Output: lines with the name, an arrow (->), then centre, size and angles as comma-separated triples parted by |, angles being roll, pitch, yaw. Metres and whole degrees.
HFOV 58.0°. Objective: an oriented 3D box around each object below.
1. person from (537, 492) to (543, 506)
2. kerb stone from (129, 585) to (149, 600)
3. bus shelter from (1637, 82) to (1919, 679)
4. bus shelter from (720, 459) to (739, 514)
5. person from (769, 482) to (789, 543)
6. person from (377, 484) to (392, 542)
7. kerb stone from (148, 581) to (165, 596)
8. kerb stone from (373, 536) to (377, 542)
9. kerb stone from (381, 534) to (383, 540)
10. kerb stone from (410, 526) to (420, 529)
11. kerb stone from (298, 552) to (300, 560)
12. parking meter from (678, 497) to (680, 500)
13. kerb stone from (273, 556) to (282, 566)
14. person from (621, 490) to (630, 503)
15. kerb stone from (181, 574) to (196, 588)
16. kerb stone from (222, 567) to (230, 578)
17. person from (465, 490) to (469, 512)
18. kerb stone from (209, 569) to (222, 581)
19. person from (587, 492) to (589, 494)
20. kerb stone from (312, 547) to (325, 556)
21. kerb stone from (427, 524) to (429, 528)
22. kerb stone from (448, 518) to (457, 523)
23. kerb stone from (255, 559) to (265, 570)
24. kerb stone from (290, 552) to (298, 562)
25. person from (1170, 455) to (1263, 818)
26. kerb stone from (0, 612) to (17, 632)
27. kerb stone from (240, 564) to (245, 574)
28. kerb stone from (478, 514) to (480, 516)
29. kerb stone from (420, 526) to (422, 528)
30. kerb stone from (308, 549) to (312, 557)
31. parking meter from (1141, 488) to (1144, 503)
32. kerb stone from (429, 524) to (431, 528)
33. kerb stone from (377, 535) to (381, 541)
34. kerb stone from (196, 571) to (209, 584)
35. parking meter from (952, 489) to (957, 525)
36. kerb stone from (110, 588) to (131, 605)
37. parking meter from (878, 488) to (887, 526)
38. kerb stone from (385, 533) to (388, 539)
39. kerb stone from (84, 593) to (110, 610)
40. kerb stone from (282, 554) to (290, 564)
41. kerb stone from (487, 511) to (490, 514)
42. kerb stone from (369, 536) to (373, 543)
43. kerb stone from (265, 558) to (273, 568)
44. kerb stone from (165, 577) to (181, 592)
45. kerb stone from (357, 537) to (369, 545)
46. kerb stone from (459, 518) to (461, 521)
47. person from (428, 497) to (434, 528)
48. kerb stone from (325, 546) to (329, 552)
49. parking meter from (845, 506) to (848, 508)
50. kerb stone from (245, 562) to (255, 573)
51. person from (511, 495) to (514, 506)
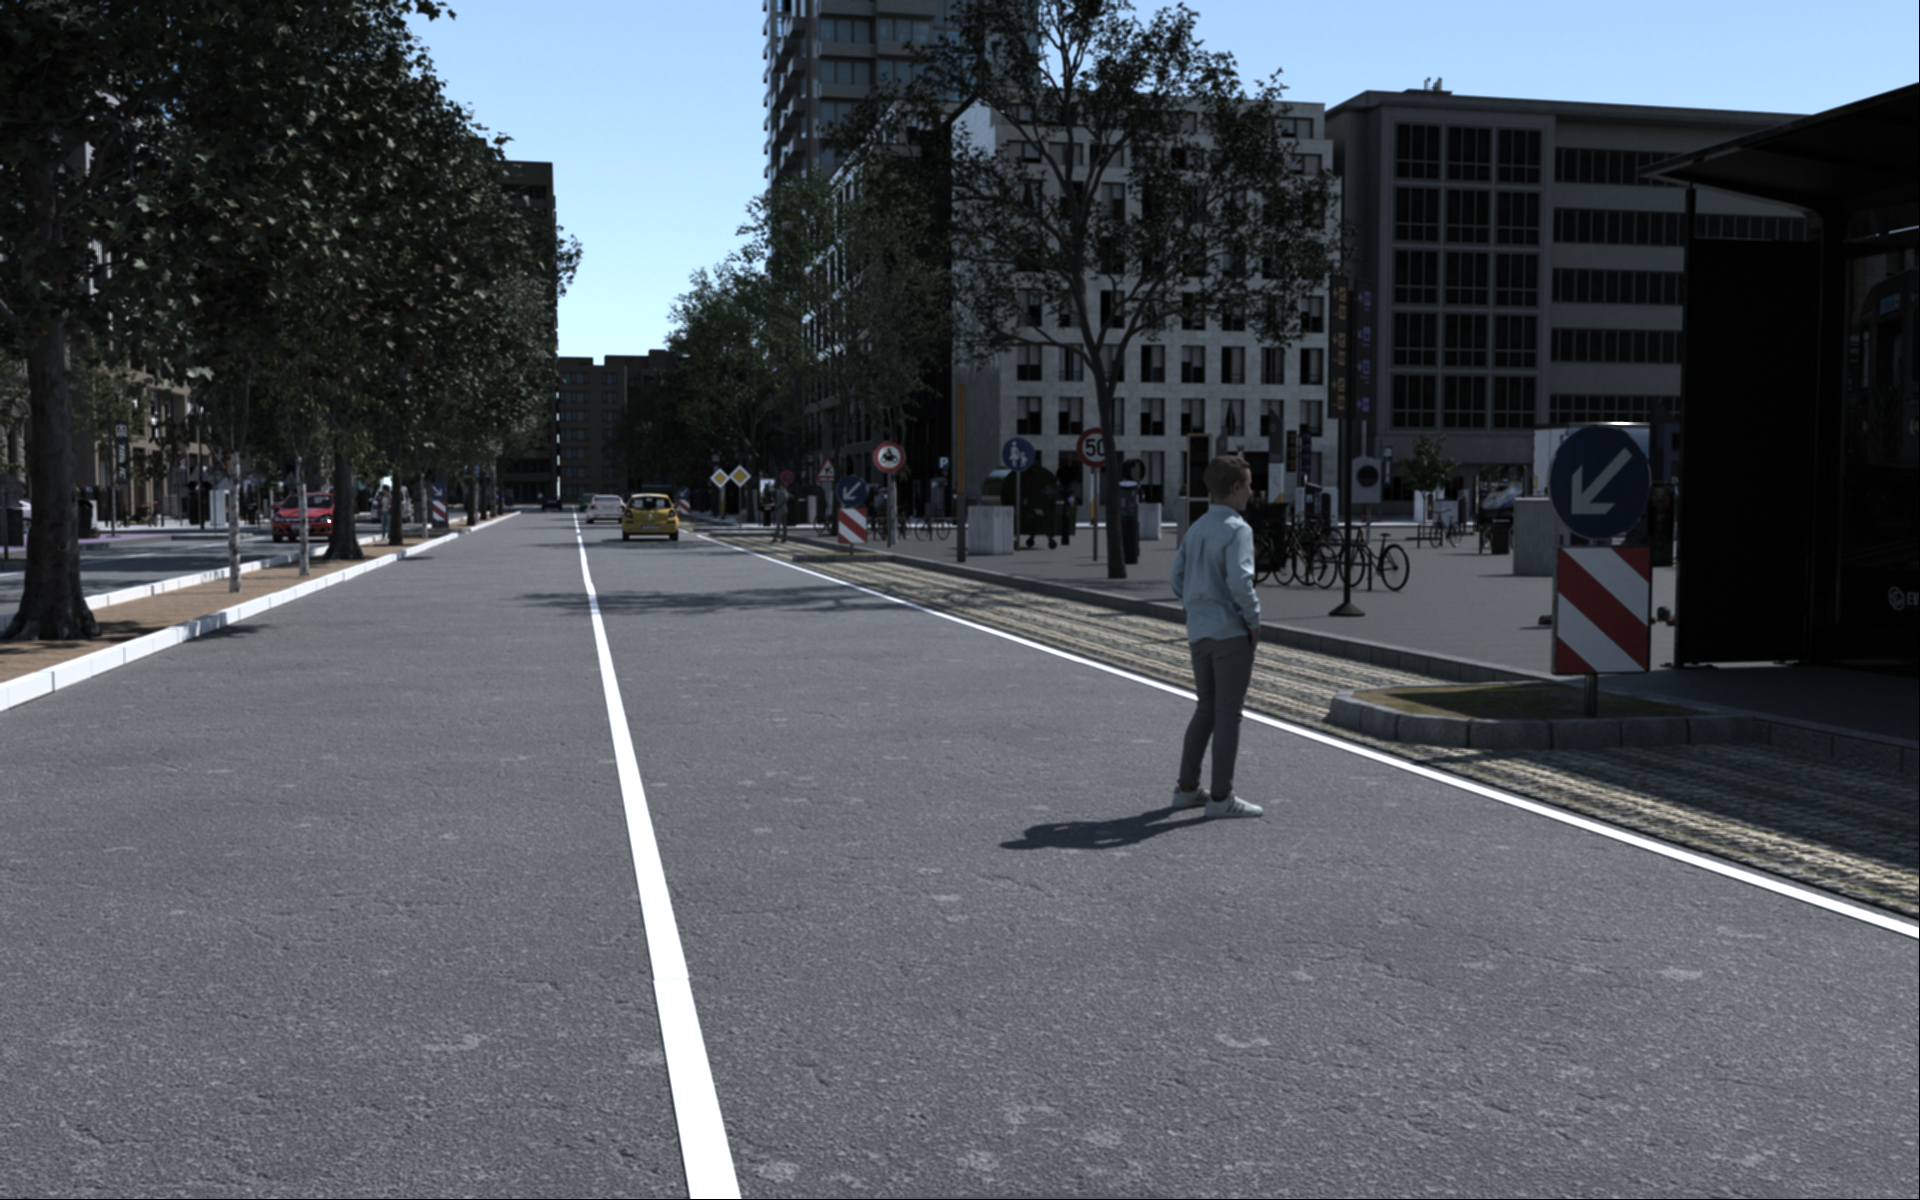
person -> -51.469, -12.388, 211.984 | 0.756, 1.711, 0.436 | 2, 4, 32
kerb stone -> -11.248, -0.080, 23.535 | 0.120, 0.150, 1.000 | -1, 4, -13
bus shelter -> 6.389, -1.133, 9.803 | 1.731, 3.624, 6.357 | -1, 4, -12
bus shelter -> -14.891, -7.413, 112.481 | 1.731, 3.624, 6.357 | -1, 4, -13
person -> -5.279, -2.551, 50.483 | 0.573, 1.790, 0.520 | 0, 4, -5
person -> -17.219, -2.611, 52.030 | 0.563, 1.720, 0.643 | 0, 4, -2
kerb stone -> -11.475, -0.138, 24.535 | 0.120, 0.150, 1.000 | -1, 4, -13
kerb stone -> -17.537, -1.795, 51.536 | 0.120, 0.150, 1.000 | -1, 4, -13
kerb stone -> -17.988, -1.916, 53.539 | 0.120, 0.150, 1.000 | -1, 4, -13
kerb stone -> -20.812, -2.684, 66.078 | 0.120, 0.150, 1.000 | -1, 4, -13
kerb stone -> -14.396, -0.939, 37.548 | 0.120, 0.150, 1.000 | -1, 4, -13
parking meter -> -21.343, -7.562, 132.045 | 0.372, 1.533, 0.369 | 0, 3, 0
kerb stone -> -13.718, -0.750, 34.543 | 0.120, 0.150, 1.000 | -1, 4, -13
person -> -31.794, -9.540, 164.463 | 0.705, 1.826, 1.348 | 3, 4, 36
kerb stone -> -11.915, -0.265, 26.536 | 0.120, 0.150, 1.000 | -1, 4, -13
kerb stone -> -12.595, -0.447, 29.544 | 0.120, 0.150, 1.000 | -1, 4, -13
person -> -38.683, -7.797, 136.160 | 0.592, 1.802, 0.473 | -2, 4, -35
kerb stone -> -12.370, -0.388, 28.547 | 0.120, 0.150, 1.000 | -1, 4, -13
person -> -44.131, -11.979, 205.069 | 1.217, 1.735, 0.721 | 2, 4, 28
kerb stone -> -15.063, -1.121, 40.541 | 0.120, 0.150, 1.000 | -1, 4, -13
kerb stone -> -21.707, -2.929, 70.082 | 0.120, 0.150, 1.000 | -1, 4, -13
kerb stone -> -25.533, -3.970, 87.108 | 0.120, 0.150, 1.000 | -1, 4, -13
kerb stone -> -13.267, -0.633, 32.548 | 0.120, 0.150, 1.000 | -1, 4, -13
kerb stone -> -14.161, -0.875, 36.541 | 0.120, 0.150, 1.000 | -1, 4, -13
person -> 1.172, 0.159, 7.711 | 0.330, 1.601, 0.589 | -1, 4, -16
kerb stone -> -10.123, 0.226, 18.538 | 0.120, 0.150, 1.000 | -1, 4, -13
kerb stone -> -12.812, -0.511, 30.542 | 0.120, 0.150, 1.000 | -1, 4, -13
kerb stone -> -32.061, -5.742, 116.115 | 0.120, 0.150, 1.000 | -1, 4, -13
kerb stone -> -21.259, -2.805, 68.073 | 0.120, 0.150, 1.000 | -1, 4, -13
kerb stone -> -14.622, -0.999, 38.545 | 0.120, 0.150, 1.000 | -1, 4, -13
parking meter -> 7.265, -3.771, 70.073 | 0.372, 1.533, 0.369 | 0, 3, 0
kerb stone -> -21.930, -2.987, 71.086 | 0.120, 0.150, 1.000 | -1, 4, -13
kerb stone -> -17.762, -1.856, 52.543 | 0.120, 0.150, 1.000 | -1, 4, -13
kerb stone -> -12.149, -0.326, 27.549 | 0.120, 0.150, 1.000 | -1, 4, -13
parking meter -> -0.150, -3.827, 70.990 | 0.372, 1.533, 0.369 | 0, 3, 0
kerb stone -> -11.014, -0.015, 22.536 | 0.120, 0.150, 1.000 | -1, 4, -13
parking meter -> -3.147, -3.799, 70.530 | 0.372, 1.533, 0.369 | 0, 3, 0
kerb stone -> -18.216, -1.978, 54.536 | 0.120, 0.150, 1.000 | -1, 4, -13
kerb stone -> -10.796, 0.040, 21.537 | 0.120, 0.150, 1.000 | -1, 4, -13
kerb stone -> -13.946, -0.816, 35.539 | 0.120, 0.150, 1.000 | -1, 4, -13
kerb stone -> -34.982, -6.540, 129.122 | 0.120, 0.150, 1.000 | -1, 4, -13
kerb stone -> -17.316, -1.734, 50.538 | 0.120, 0.150, 1.000 | -1, 4, -13
kerb stone -> -13.505, -0.694, 33.543 | 0.120, 0.150, 1.000 | -1, 4, -13
kerb stone -> -11.694, -0.204, 25.538 | 0.120, 0.150, 1.000 | -1, 4, -13
kerb stone -> -17.094, -1.672, 49.530 | 0.120, 0.150, 1.000 | -1, 4, -13
kerb stone -> -26.213, -4.154, 90.112 | 0.120, 0.150, 1.000 | -1, 4, -13
person -> -20.876, -3.607, 68.479 | 0.512, 1.701, 0.522 | 2, 4, 28
kerb stone -> -15.286, -1.183, 41.538 | 0.120, 0.150, 1.000 | -1, 4, -13
parking meter -> -5.926, -4.933, 89.059 | 0.372, 1.533, 0.369 | 0, 3, 0
kerb stone -> -13.048, -0.572, 31.550 | 0.120, 0.150, 1.000 | -1, 4, -13
person -> -54.478, -12.342, 210.157 | 0.709, 1.838, 0.599 | 1, 4, 11
